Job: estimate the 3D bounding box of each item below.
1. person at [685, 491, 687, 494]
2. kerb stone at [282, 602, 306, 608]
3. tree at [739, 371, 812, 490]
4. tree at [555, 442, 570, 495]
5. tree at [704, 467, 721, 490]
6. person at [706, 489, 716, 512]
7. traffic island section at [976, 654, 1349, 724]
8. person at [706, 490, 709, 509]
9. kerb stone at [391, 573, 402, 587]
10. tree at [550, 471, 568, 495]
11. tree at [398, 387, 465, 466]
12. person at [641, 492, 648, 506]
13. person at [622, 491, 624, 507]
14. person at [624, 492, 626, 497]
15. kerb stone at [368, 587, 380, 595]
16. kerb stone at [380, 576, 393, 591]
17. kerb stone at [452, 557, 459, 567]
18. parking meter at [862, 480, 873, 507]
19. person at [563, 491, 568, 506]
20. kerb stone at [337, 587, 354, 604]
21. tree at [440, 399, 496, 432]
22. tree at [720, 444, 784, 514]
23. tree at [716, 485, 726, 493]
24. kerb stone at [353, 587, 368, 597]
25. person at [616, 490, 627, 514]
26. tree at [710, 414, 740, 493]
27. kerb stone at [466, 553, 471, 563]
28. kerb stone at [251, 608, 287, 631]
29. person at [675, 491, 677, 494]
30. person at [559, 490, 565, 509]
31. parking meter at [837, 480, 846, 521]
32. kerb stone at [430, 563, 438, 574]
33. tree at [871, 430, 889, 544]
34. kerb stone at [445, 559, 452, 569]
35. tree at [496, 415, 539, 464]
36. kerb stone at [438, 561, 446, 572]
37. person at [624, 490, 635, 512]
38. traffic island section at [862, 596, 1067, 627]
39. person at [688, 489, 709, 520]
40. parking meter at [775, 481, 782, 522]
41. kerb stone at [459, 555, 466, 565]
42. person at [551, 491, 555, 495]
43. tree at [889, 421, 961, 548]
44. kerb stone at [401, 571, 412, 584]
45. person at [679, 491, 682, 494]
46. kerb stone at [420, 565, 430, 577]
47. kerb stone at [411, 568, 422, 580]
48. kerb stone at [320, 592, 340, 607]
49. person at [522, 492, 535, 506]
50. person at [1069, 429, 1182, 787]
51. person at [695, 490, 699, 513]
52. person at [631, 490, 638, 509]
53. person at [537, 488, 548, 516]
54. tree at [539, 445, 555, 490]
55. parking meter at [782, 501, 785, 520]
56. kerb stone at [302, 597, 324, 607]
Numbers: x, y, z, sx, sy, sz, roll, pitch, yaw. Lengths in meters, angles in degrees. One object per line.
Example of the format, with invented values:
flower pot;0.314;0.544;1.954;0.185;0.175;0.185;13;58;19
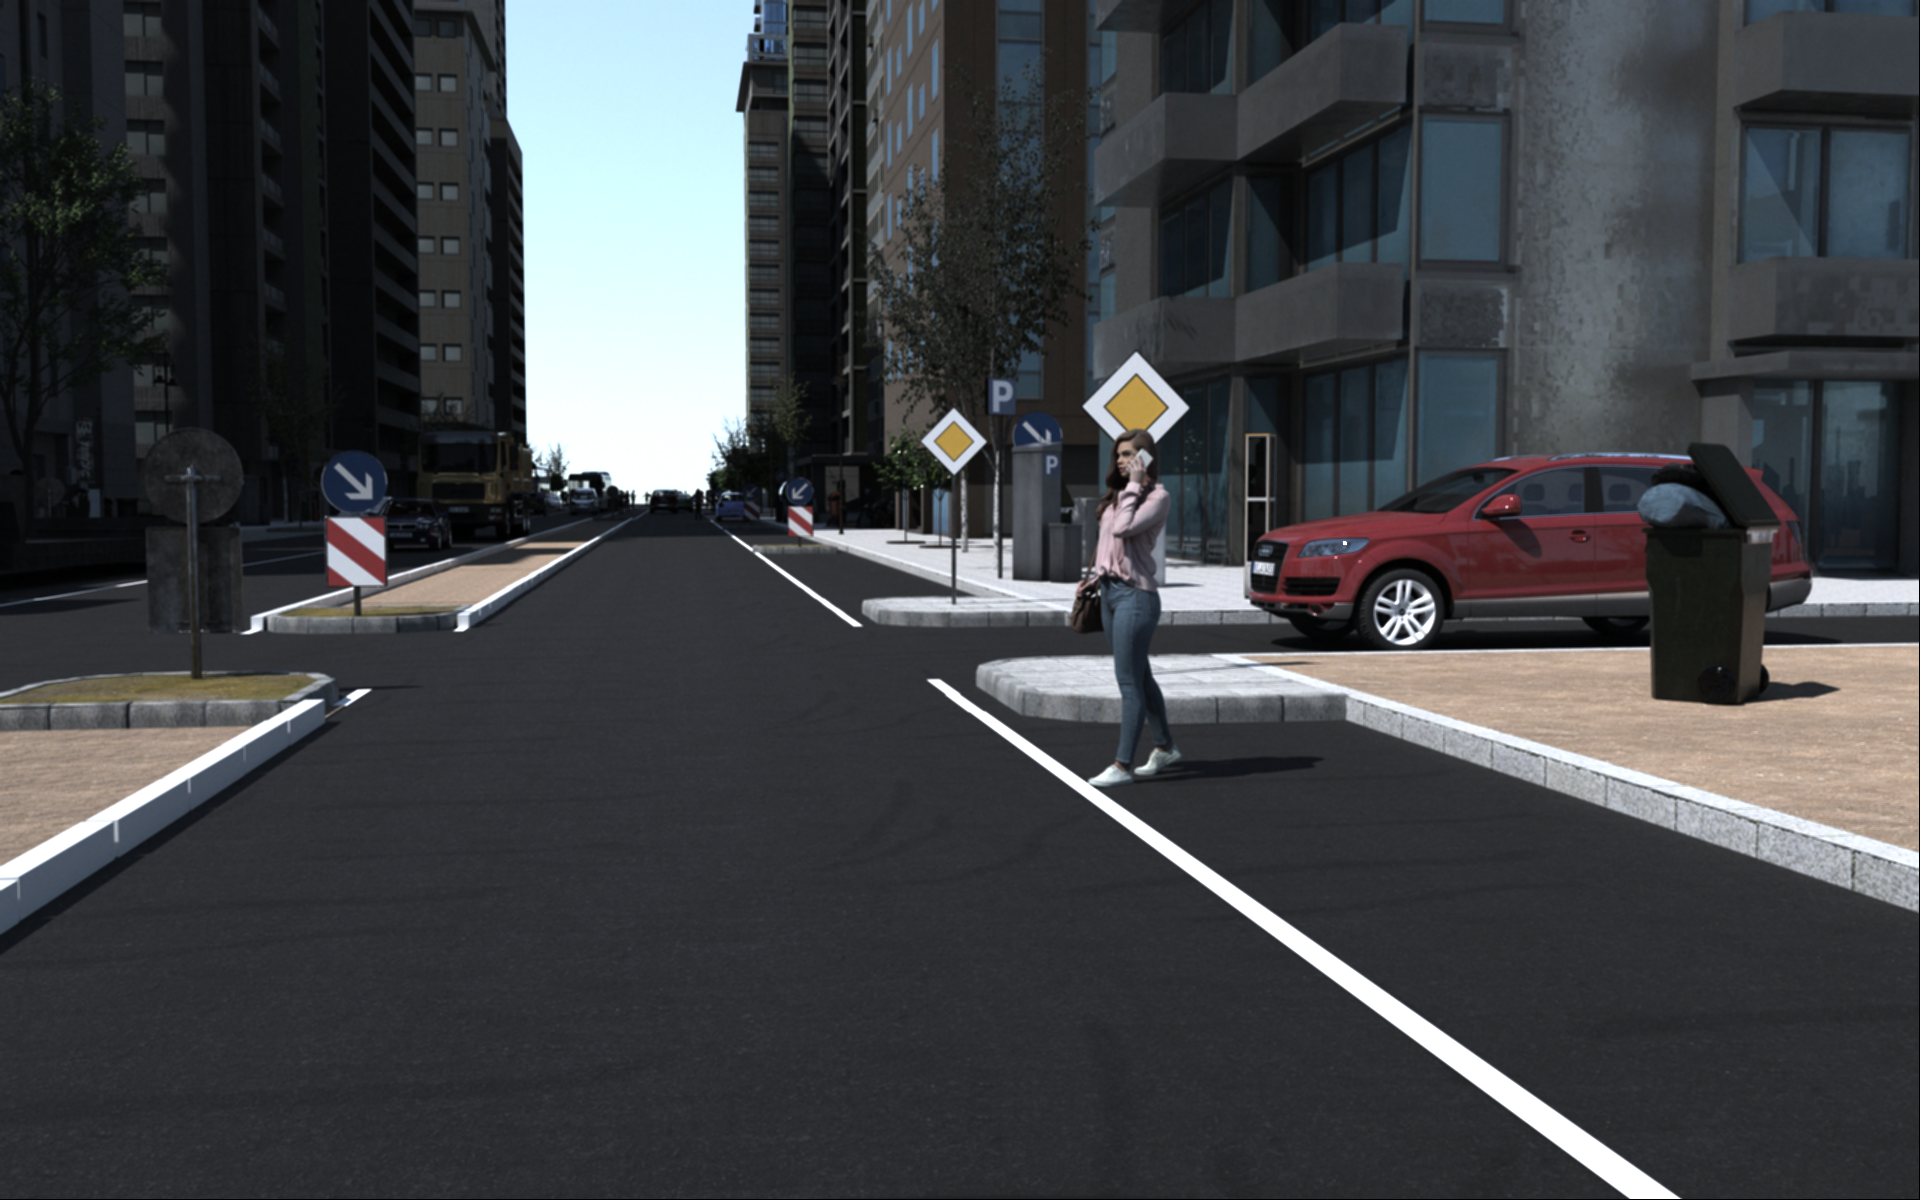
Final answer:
person;-25.523;-9.321;161.426;1.217;1.766;0.721;1;4;21
kerb stone;-7.621;0.156;19.649;0.120;0.150;1.000;-1;4;-9
tree;-10.743;-9.394;103.955;4.737;8.622;4.395;0;3;0
tree;-55.825;-17.654;239.003;4.737;8.622;4.395;0;3;0
tree;-24.324;-12.167;182.642;4.285;4.588;4.351;0;3;0
person;-19.706;-7.945;138.335;1.348;1.831;0.705;2;4;33
traffic island section;1.247;0.614;12.248;2.009;0.180;2.903;-1;4;-9
person;-24.615;-9.803;168.796;0.705;1.823;1.348;-1;4;-9
kerb stone;-8.786;-0.275;26.732;0.120;0.150;1.000;-1;4;-9
tree;-56.915;-15.909;243.824;4.285;4.588;4.351;0;3;0
tree;-36.185;-10.296;118.699;4.360;8.622;3.978;0;3;0
person;-36.611;-11.813;202.356;1.217;1.736;0.721;-2;4;-25
person;-37.041;-11.116;190.797;0.434;1.755;0.990;0;4;-5
person;-45.938;-13.932;237.213;0.530;1.710;0.541;0;4;-2
kerb stone;-8.457;-0.154;24.707;0.120;0.150;1.000;-1;4;-9
kerb stone;-8.611;-0.216;25.725;0.120;0.150;1.000;-1;4;-9
kerb stone;-9.949;-0.711;33.814;0.120;0.150;1.000;-1;4;-9
parking meter;-3.768;-3.961;70.470;0.399;1.863;0.255;0;4;4
person;-46.660;-12.036;205.367;0.705;1.814;1.350;2;4;34
kerb stone;-8.120;-0.029;22.680;0.120;0.150;1.000;-1;4;-9
tree;-39.109;-11.338;135.735;4.737;8.622;4.395;0;3;0
tree;-12.836;-7.840;111.899;4.285;4.588;4.351;0;3;0
tree;-27.489;-12.612;200.813;1.663;3.219;1.824;0;3;0
kerb stone;-8.286;-0.092;23.692;0.120;0.150;1.000;-1;4;-9
person;-24.616;-7.110;125.464;0.721;1.736;1.217;3;5;42
tree;-20.615;-12.712;158.203;4.737;8.622;4.395;0;3;0
kerb stone;-10.284;-0.832;35.834;0.120;0.150;1.000;-1;4;-9
kerb stone;-7.449;0.219;18.642;0.120;0.150;1.000;-1;4;-9
person;-27.415;-9.661;167.011;0.990;1.755;0.434;1;4;10
person;-38.108;-9.612;165.676;0.705;1.822;1.348;1;4;21
parking meter;-4.787;-3.928;69.939;0.255;1.863;0.399;1;4;11
kerb stone;-9.457;-0.525;30.774;0.120;0.150;1.000;-1;4;-9
tree;-1.526;-3.073;44.847;1.663;3.219;1.824;0;3;0
kerb stone;-9.793;-0.643;32.801;0.120;0.150;1.000;-1;4;-9
tree;-42.730;-12.891;161.134;4.737;8.622;4.395;0;3;0
kerb stone;-9.609;-0.586;31.785;0.120;0.150;1.000;-1;4;-9
person;-26.883;-8.012;140.213;1.217;1.735;0.721;1;4;15
traffic island section;-0.052;0.132;20.127;2.009;0.180;2.903;-1;4;-9
person;-14.708;-5.392;97.377;1.217;1.743;0.721;-1;4;-9
parking meter;-8.238;-4.469;78.778;0.255;1.863;0.399;-1;4;-15
kerb stone;-10.116;-0.772;34.826;0.120;0.150;1.000;-1;4;-9
person;-48.434;-12.069;205.928;0.705;1.812;1.348;3;4;37
tree;-0.404;-2.865;41.447;1.663;3.219;1.824;0;3;0
kerb stone;-8.955;-0.339;27.740;0.120;0.150;1.000;-1;4;-9
person;-28.784;-10.377;178.950;0.721;1.735;1.217;0;4;6
kerb stone;-9.287;-0.463;29.763;0.120;0.150;1.000;-1;4;-9
kerb stone;-9.117;-0.398;28.756;0.120;0.150;1.000;-1;4;-9
kerb stone;-7.953;0.032;21.671;0.120;0.150;1.000;-1;4;-9
person;-23.522;-5.193;94.198;0.721;1.735;1.217;1;4;19
person;0.889;0.028;8.628;0.643;1.750;0.593;-1;4;-22
person;-20.240;-7.612;133.751;0.445;1.727;0.742;0;4;-7
person;-31.795;-9.834;169.156;0.599;1.838;0.709;-2;4;-35
person;-27.190;-6.384;112.747;0.709;1.838;0.599;0;4;3
tree;-47.649;-14.543;188.146;4.737;8.622;4.395;0;3;0
parking meter;-8.864;-4.774;86.467;0.372;1.533;0.369;0;3;0
kerb stone;-7.786;0.094;20.663;0.120;0.150;1.000;-1;4;-9
